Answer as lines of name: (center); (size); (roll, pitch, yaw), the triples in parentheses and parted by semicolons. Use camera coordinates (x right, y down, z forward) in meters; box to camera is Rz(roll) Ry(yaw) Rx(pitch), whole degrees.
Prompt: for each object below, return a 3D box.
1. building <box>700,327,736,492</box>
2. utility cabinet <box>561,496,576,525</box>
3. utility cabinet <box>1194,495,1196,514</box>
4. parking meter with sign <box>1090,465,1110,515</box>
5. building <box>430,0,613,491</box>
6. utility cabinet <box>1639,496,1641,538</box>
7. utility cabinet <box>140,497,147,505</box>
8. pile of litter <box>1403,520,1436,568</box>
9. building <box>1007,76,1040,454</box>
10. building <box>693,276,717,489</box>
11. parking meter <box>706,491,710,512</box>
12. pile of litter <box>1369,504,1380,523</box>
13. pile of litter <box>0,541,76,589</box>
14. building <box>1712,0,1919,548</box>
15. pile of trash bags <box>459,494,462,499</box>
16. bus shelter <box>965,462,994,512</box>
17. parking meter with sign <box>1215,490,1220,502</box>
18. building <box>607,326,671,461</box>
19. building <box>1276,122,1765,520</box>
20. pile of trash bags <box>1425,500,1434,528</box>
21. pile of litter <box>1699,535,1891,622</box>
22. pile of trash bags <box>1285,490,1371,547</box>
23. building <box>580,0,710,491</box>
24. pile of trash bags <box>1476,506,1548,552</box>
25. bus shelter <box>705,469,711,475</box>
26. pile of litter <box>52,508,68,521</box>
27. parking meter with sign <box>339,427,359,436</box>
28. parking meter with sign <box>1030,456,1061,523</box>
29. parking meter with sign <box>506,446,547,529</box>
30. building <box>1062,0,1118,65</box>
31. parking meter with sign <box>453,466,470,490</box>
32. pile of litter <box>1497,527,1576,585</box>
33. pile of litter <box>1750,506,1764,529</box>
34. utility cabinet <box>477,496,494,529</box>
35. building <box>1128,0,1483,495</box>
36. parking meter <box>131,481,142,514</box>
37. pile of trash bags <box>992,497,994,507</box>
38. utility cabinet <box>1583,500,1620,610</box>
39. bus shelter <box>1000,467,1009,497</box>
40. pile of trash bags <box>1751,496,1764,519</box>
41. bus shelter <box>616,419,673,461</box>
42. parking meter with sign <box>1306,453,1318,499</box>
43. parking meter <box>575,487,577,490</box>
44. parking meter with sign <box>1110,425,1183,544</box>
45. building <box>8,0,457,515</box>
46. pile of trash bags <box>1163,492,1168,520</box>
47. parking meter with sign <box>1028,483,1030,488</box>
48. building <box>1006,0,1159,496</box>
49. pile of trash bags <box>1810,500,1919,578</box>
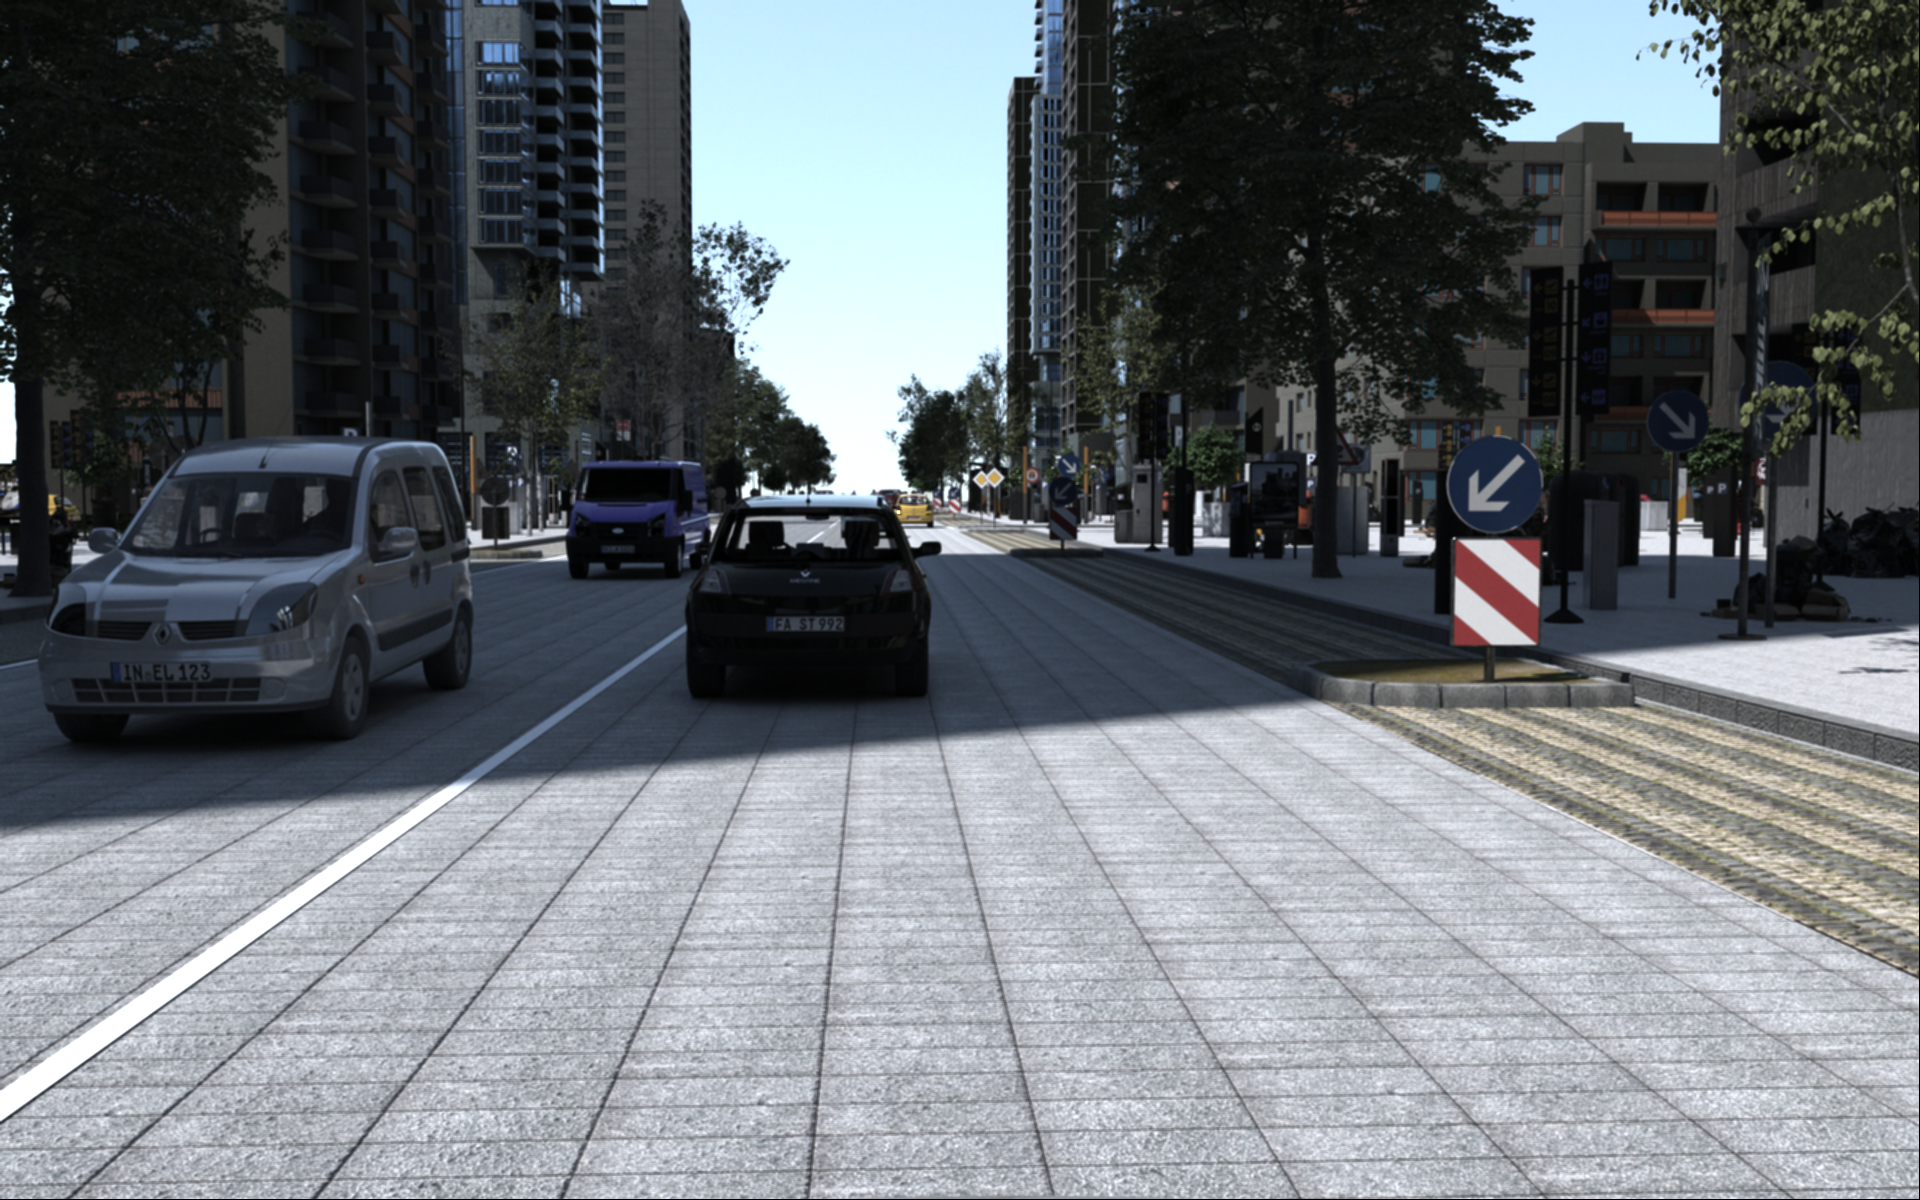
building: (-46.183, -32.183, 297.888); (14.160, 30.474, 14.107); (0, 4, -3)
utility cabinet: (-15.924, -3.672, 71.199); (1.020, 1.237, 0.306); (2, 4, 29)
utility cabinet: (14.997, -5.982, 108.962); (1.020, 1.237, 0.306); (-1, 4, -19)
parking meter with sign: (8.541, -6.617, 104.455); (0.543, 3.016, 1.738); (3, 5, 39)
building: (-44.012, -51.777, 159.226); (22.319, 86.520, 31.000); (0, 4, -3)
utility cabinet: (19.291, -2.405, 50.490); (0.306, 1.237, 1.020); (-3, 5, -42)
utility cabinet: (-15.167, -1.354, 33.297); (1.020, 1.237, 0.306); (0, 4, -4)
pile of litter: (8.335, -0.997, 30.261); (1.176, 0.858, 1.719); (0, 4, 8)
building: (16.799, -52.497, 296.574); (20.563, 71.187, 20.611); (0, 4, -3)
building: (-54.503, -35.815, 277.459); (32.217, 40.220, 23.993); (0, 4, -3)
parking meter: (-17.632, -6.884, 120.961); (0.372, 1.533, 0.369); (0, 3, 0)
pile of litter: (18.747, -3.946, 78.479); (1.176, 0.858, 1.719); (-1, 4, -19)
pile of litter: (-12.596, -0.603, 23.827); (1.719, 0.858, 1.176); (2, 4, 32)
building: (24.695, -16.280, 37.877); (14.160, 30.474, 14.107); (0, 4, -3)
pile of trash bags: (-26.433, -4.679, 86.254); (3.447, 1.369, 1.912); (1, 4, 12)
bus shelter: (1.415, -8.451, 129.459); (1.731, 3.624, 6.357); (0, 4, -3)
parking meter with sign: (14.731, -6.227, 98.077); (0.543, 3.016, 1.738); (1, 4, 16)
building: (-47.627, -21.181, 191.356); (27.650, 21.520, 28.899); (0, 4, -3)
building: (35.691, -15.563, 99.497); (28.899, 21.520, 27.650); (0, 4, -3)
pile of trash bags: (18.352, -3.160, 61.416); (3.447, 1.369, 1.912); (0, 4, -3)
pile of litter: (8.584, -0.234, 17.791); (1.719, 0.858, 1.176); (3, 5, 43)
pile of trash bags: (8.918, -2.044, 43.174); (1.912, 1.369, 3.447); (2, 4, 24)
building: (-47.685, -49.867, 253.584); (20.563, 71.187, 20.611); (0, 4, -3)
pile of trash bags: (13.219, -1.771, 38.716); (3.447, 1.369, 1.912); (-1, 4, -9)
bus shelter: (-19.240, -8.038, 125.337); (2.014, 3.302, 5.546); (0, 4, -3)
pile of litter: (-26.878, -2.281, 51.253); (1.176, 0.858, 1.719); (2, 4, 28)
parking meter with sign: (-16.559, -3.022, 45.667); (1.738, 3.016, 0.543); (3, 4, 37)
parking meter with sign: (3.949, -4.953, 77.243); (0.543, 3.016, 1.738); (3, 4, 38)
parking meter with sign: (-15.909, -4.126, 63.722); (0.543, 3.016, 1.738); (1, 4, 23)
building: (20.729, -46.529, 198.998); (20.563, 71.187, 20.611); (0, 4, -3)
parking meter with sign: (-31.219, -6.800, 107.434); (1.738, 3.016, 0.543); (2, 4, 30)
pile of litter: (7.870, -0.660, 24.764); (1.719, 0.858, 1.176); (2, 4, 31)
pile of litter: (29.718, -3.109, 64.796); (1.719, 0.858, 1.176); (2, 4, 31)
utility cabinet: (-17.093, -3.177, 63.108); (1.020, 1.237, 0.306); (0, 4, 5)
building: (25.435, -29.044, 129.487); (22.147, 44.769, 28.867); (0, 4, -3)
parking meter: (-36.365, -4.329, 76.483); (0.399, 1.863, 0.255); (1, 4, 17)
pile of trash bags: (2.779, -7.863, 138.309); (3.447, 1.369, 1.912); (0, 4, -6)
utility cabinet: (7.251, -0.515, 19.587); (0.306, 1.237, 1.020); (1, 4, 15)
bus shelter: (3.055, -9.395, 144.884); (1.731, 3.624, 6.357); (0, 4, -3)
pile of trash bags: (38.005, -4.472, 82.877); (3.447, 1.369, 1.912); (1, 4, 21)
bus shelter: (-17.528, -7.238, 95.965); (2.179, 5.291, 8.768); (0, 4, -3)
parking meter with sign: (14.792, -4.704, 73.173); (0.543, 3.016, 1.738); (1, 4, 14)
parking meter: (-31.331, -8.307, 141.526); (0.255, 1.863, 0.399); (-2, 4, -23)
parking meter with sign: (4.841, -2.954, 44.564); (1.738, 3.016, 0.543); (2, 4, 33)
building: (-43.976, -27.575, 105.471); (22.147, 44.769, 28.867); (0, 4, -3)
pile of trash bags: (9.902, -4.692, 86.459); (1.912, 1.369, 3.447); (-1, 4, -10)
parking meter with sign: (3.825, -5.638, 88.435); (1.738, 3.016, 0.543); (-1, 4, -10)
building: (19.553, -58.551, 269.973); (22.319, 86.520, 31.000); (0, 4, -3)
pile of trash bags: (15.269, -1.060, 27.077); (3.447, 1.369, 1.912); (0, 4, 7)
